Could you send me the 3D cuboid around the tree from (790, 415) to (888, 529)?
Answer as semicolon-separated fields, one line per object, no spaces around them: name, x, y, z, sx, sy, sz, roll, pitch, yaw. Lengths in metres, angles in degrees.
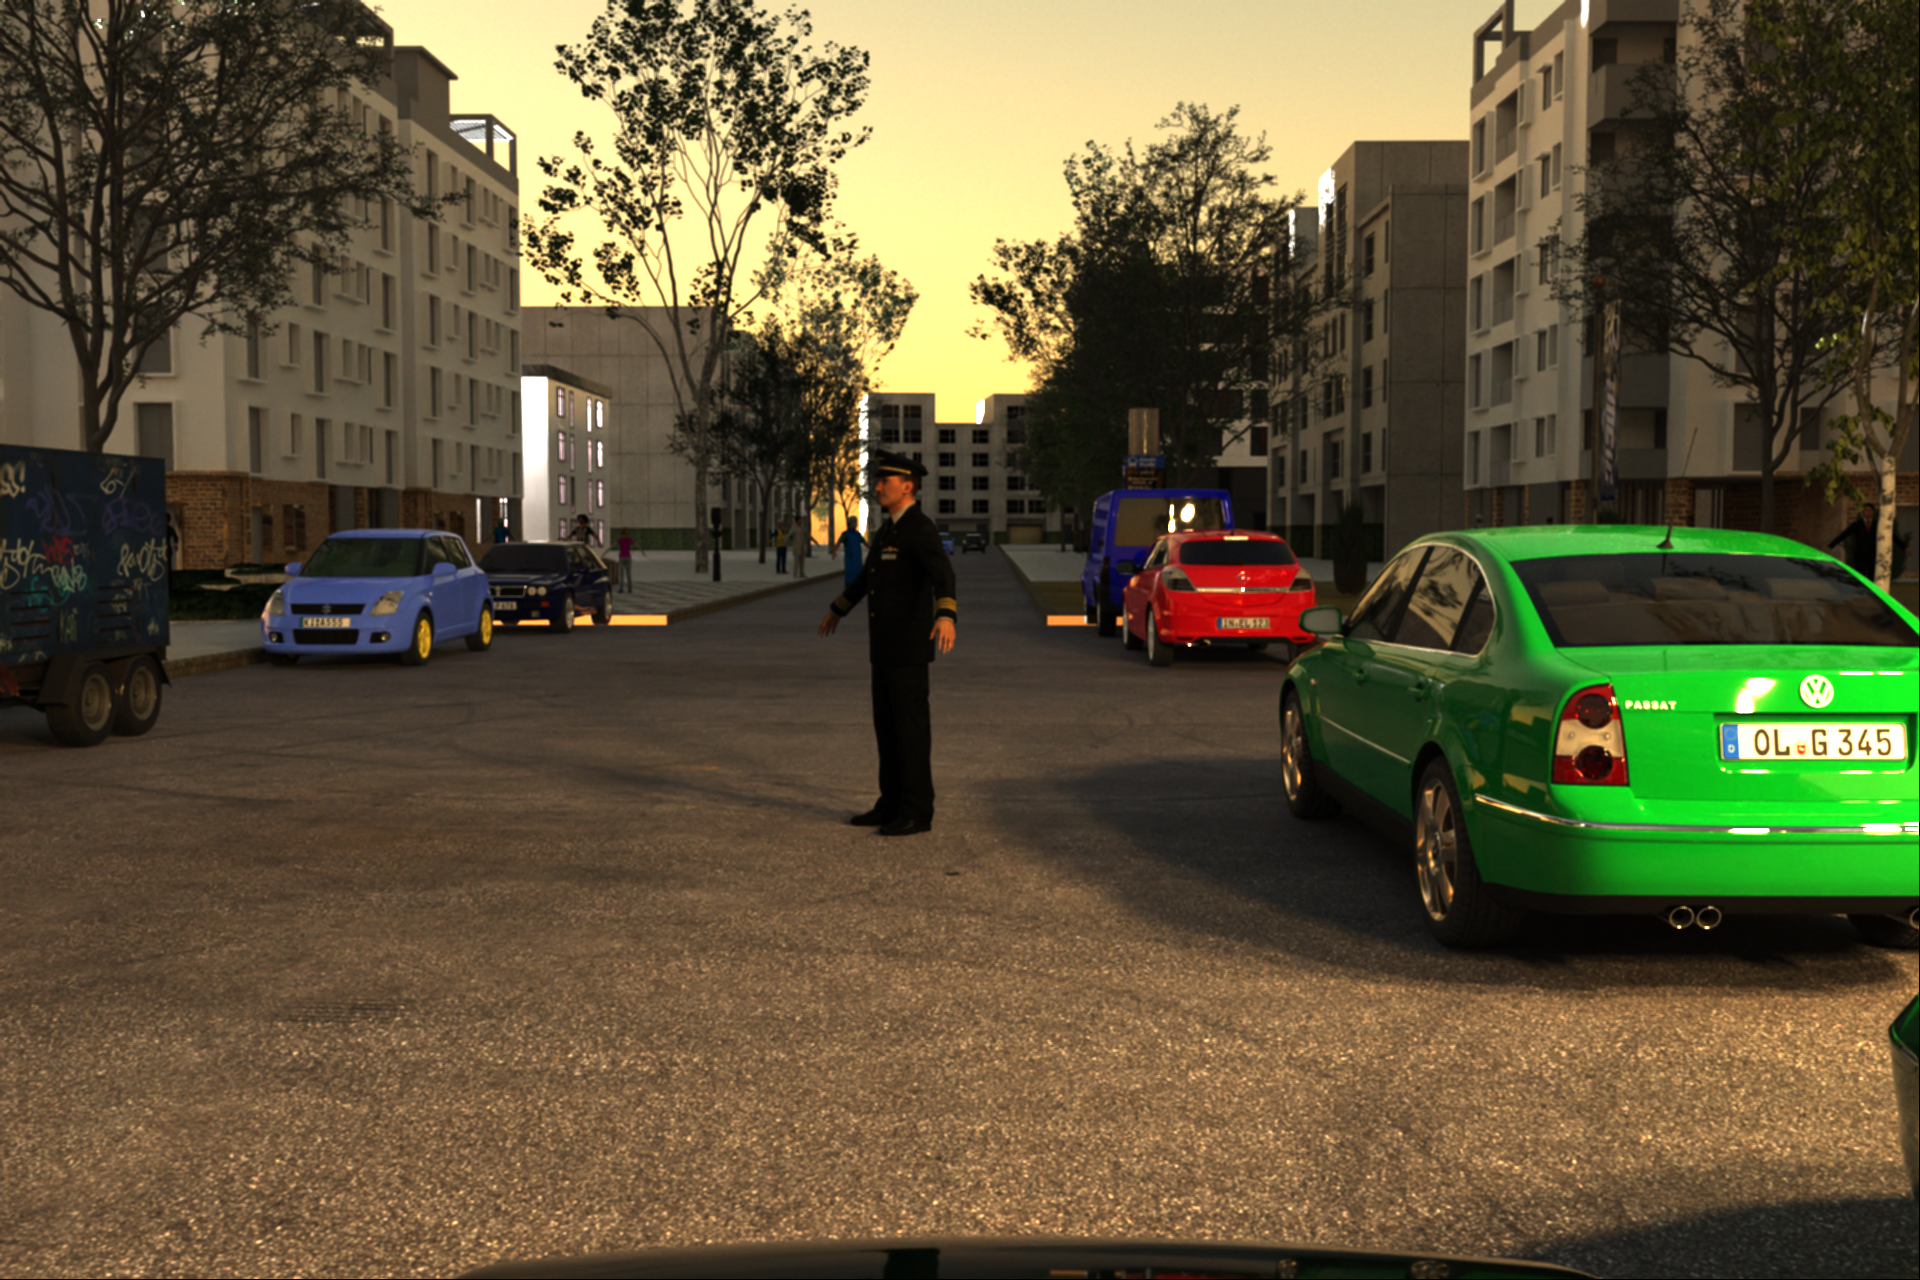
tree;-8.166;-11.725;126.110;8.767;10.594;7.601;-1;4;-23

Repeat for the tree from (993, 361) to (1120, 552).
tree;7.211;-12.960;122.271;12.009;13.543;11.850;0;3;0

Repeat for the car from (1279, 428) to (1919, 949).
car;2.540;0.088;7.356;1.959;1.807;4.718;0;4;0

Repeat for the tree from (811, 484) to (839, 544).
tree;-17.895;-16.801;225.063;4.737;8.622;4.395;0;3;0

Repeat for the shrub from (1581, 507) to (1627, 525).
shrub;17.008;-2.516;45.564;1.690;2.028;1.600;0;3;0

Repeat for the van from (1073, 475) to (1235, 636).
van;2.888;-1.315;25.889;2.240;2.365;5.245;0;4;0

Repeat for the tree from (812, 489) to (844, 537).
tree;-16.395;-16.423;218.873;4.360;8.622;3.978;0;3;0

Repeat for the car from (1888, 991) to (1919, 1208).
car;2.519;0.656;1.066;2.131;1.459;4.920;0;3;0

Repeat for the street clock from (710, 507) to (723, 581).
street clock;-6.622;-2.602;47.107;0.358;2.002;0.471;0;3;0

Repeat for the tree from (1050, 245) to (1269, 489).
tree;6.965;-8.236;60.411;9.928;11.665;9.643;0;3;0

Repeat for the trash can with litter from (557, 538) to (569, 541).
trash can with litter;-7.115;-1.273;31.867;1.678;1.210;2.233;0;4;2

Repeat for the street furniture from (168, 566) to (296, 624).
street furniture;-12.243;-0.877;29.967;5.734;0.657;10.072;1;4;11

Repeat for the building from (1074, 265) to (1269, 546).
building;23.558;-18.583;147.806;27.936;21.610;32.646;0;4;1

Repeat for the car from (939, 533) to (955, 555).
car;-1.293;-6.717;119.410;1.945;1.707;3.694;0;4;1

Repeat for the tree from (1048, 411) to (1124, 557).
tree;7.156;-9.026;97.943;4.737;8.622;4.395;0;3;0

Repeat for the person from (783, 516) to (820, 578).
person;-4.701;-2.730;50.815;1.347;1.806;0.705;-3;5;-44

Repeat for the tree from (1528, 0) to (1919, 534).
tree;16.598;-7.627;35.065;12.009;13.543;11.850;0;3;0

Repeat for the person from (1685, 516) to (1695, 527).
person;20.472;-2.597;48.682;0.704;1.802;1.346;1;4;20

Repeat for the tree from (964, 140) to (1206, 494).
tree;6.131;-14.099;86.404;12.611;20.169;13.585;0;3;0

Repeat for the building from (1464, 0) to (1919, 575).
building;23.962;-12.630;62.918;16.016;20.090;11.380;0;4;1

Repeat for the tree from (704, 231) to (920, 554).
tree;-9.214;-15.508;109.446;12.611;20.169;13.585;0;3;0

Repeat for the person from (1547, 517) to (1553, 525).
person;17.619;-2.781;51.748;1.348;1.796;0.705;2;4;35

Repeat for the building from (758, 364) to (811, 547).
building;-26.183;-19.459;184.607;16.747;18.905;31.486;0;4;2

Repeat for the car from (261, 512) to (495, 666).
car;-6.636;-0.632;19.933;1.945;1.707;3.694;0;4;1

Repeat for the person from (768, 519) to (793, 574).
person;-5.718;-3.023;55.891;1.216;1.772;0.721;-3;5;-44

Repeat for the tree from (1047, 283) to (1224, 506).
tree;7.348;-9.444;72.532;7.486;12.596;7.792;0;3;0

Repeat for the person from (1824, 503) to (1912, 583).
person;15.410;-1.422;29.430;1.347;1.806;0.705;1;4;21

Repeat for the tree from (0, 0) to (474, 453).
tree;-12.412;-6.999;24.798;12.009;13.543;11.850;0;3;0

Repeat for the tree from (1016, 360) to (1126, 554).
tree;7.337;-11.779;110.711;7.486;12.596;7.792;0;3;0

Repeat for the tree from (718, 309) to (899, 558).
tree;-8.129;-11.244;94.210;12.009;13.543;11.850;0;3;0

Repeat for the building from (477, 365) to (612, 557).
building;-24.604;-9.651;99.946;9.099;9.664;28.070;0;4;1

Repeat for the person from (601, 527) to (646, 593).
person;-7.279;-1.729;37.542;0.991;1.433;0.599;-2;4;-27

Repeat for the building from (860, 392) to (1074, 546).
building;3.256;-21.741;224.387;31.486;18.905;16.747;0;4;-6

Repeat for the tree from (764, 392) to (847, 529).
tree;-8.181;-8.171;83.953;4.360;8.622;3.978;0;3;0

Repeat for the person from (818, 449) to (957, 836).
person;-0.315;0.000;8.388;0.705;1.837;1.347;-2;4;-29

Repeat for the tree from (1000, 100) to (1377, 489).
tree;6.329;-8.447;48.485;12.009;13.543;11.850;0;3;0

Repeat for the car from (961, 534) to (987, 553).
car;1.041;-7.330;129.635;2.009;1.686;4.222;0;4;1

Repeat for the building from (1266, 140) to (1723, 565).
building;26.264;-13.459;86.520;16.747;18.905;31.486;0;4;1

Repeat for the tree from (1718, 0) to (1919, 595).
tree;9.239;-4.061;16.766;4.737;8.622;4.395;0;3;0

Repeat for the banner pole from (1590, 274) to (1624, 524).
banner pole;6.159;-1.625;16.579;0.401;3.779;0.863;0;4;1

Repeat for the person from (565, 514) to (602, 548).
person;-10.405;-2.540;47.670;1.345;1.843;0.704;1;4;20

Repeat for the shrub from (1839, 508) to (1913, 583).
shrub;23.512;-2.451;44.499;1.690;2.028;1.600;0;3;0

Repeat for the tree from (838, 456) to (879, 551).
tree;-6.821;-11.249;134.287;4.360;8.622;3.978;0;3;0

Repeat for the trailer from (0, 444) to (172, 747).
trailer;-6.530;-0.257;11.244;1.471;1.999;3.904;0;4;1

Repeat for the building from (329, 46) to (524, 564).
building;-25.862;-12.985;68.721;16.016;20.090;11.380;0;4;1

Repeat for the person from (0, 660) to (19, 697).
person;-3.772;0.184;5.573;1.348;1.813;0.705;0;4;-5

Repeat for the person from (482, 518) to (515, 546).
person;-15.196;-3.127;57.252;0.704;1.817;1.347;3;4;38

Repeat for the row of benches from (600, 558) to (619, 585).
row of benches;-8.946;-1.684;42.992;1.422;0.672;4.104;0;4;-6

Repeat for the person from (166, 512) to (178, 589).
person;-16.630;-1.795;36.064;1.216;1.740;0.721;2;4;34

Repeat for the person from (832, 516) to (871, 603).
person;-2.213;-1.683;36.109;0.704;1.817;1.347;3;5;43

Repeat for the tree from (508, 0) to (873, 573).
tree;-8.897;-12.368;58.101;12.611;20.169;13.585;0;3;0

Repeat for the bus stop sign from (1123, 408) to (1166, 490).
bus stop sign;3.866;-2.903;36.472;0.837;3.901;0.837;0;4;2

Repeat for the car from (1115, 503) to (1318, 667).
car;2.933;-0.681;20.171;2.155;1.783;4.494;0;4;0

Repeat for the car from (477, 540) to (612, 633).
car;-6.460;-0.834;26.223;1.945;1.354;3.894;0;4;1

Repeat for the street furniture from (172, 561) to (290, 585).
street furniture;-16.236;-1.689;43.242;5.734;0.657;10.072;2;4;25

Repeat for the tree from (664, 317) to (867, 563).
tree;-8.550;-8.600;75.027;8.767;10.594;7.601;-1;4;-21

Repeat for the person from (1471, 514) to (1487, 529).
person;14.609;-2.628;48.825;1.347;1.847;0.705;0;4;-7

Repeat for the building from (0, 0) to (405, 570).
building;-25.982;-11.943;51.685;16.016;20.090;11.380;0;4;1

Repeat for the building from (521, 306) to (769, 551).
building;-26.924;-17.359;150.272;16.747;18.905;31.486;0;4;1
